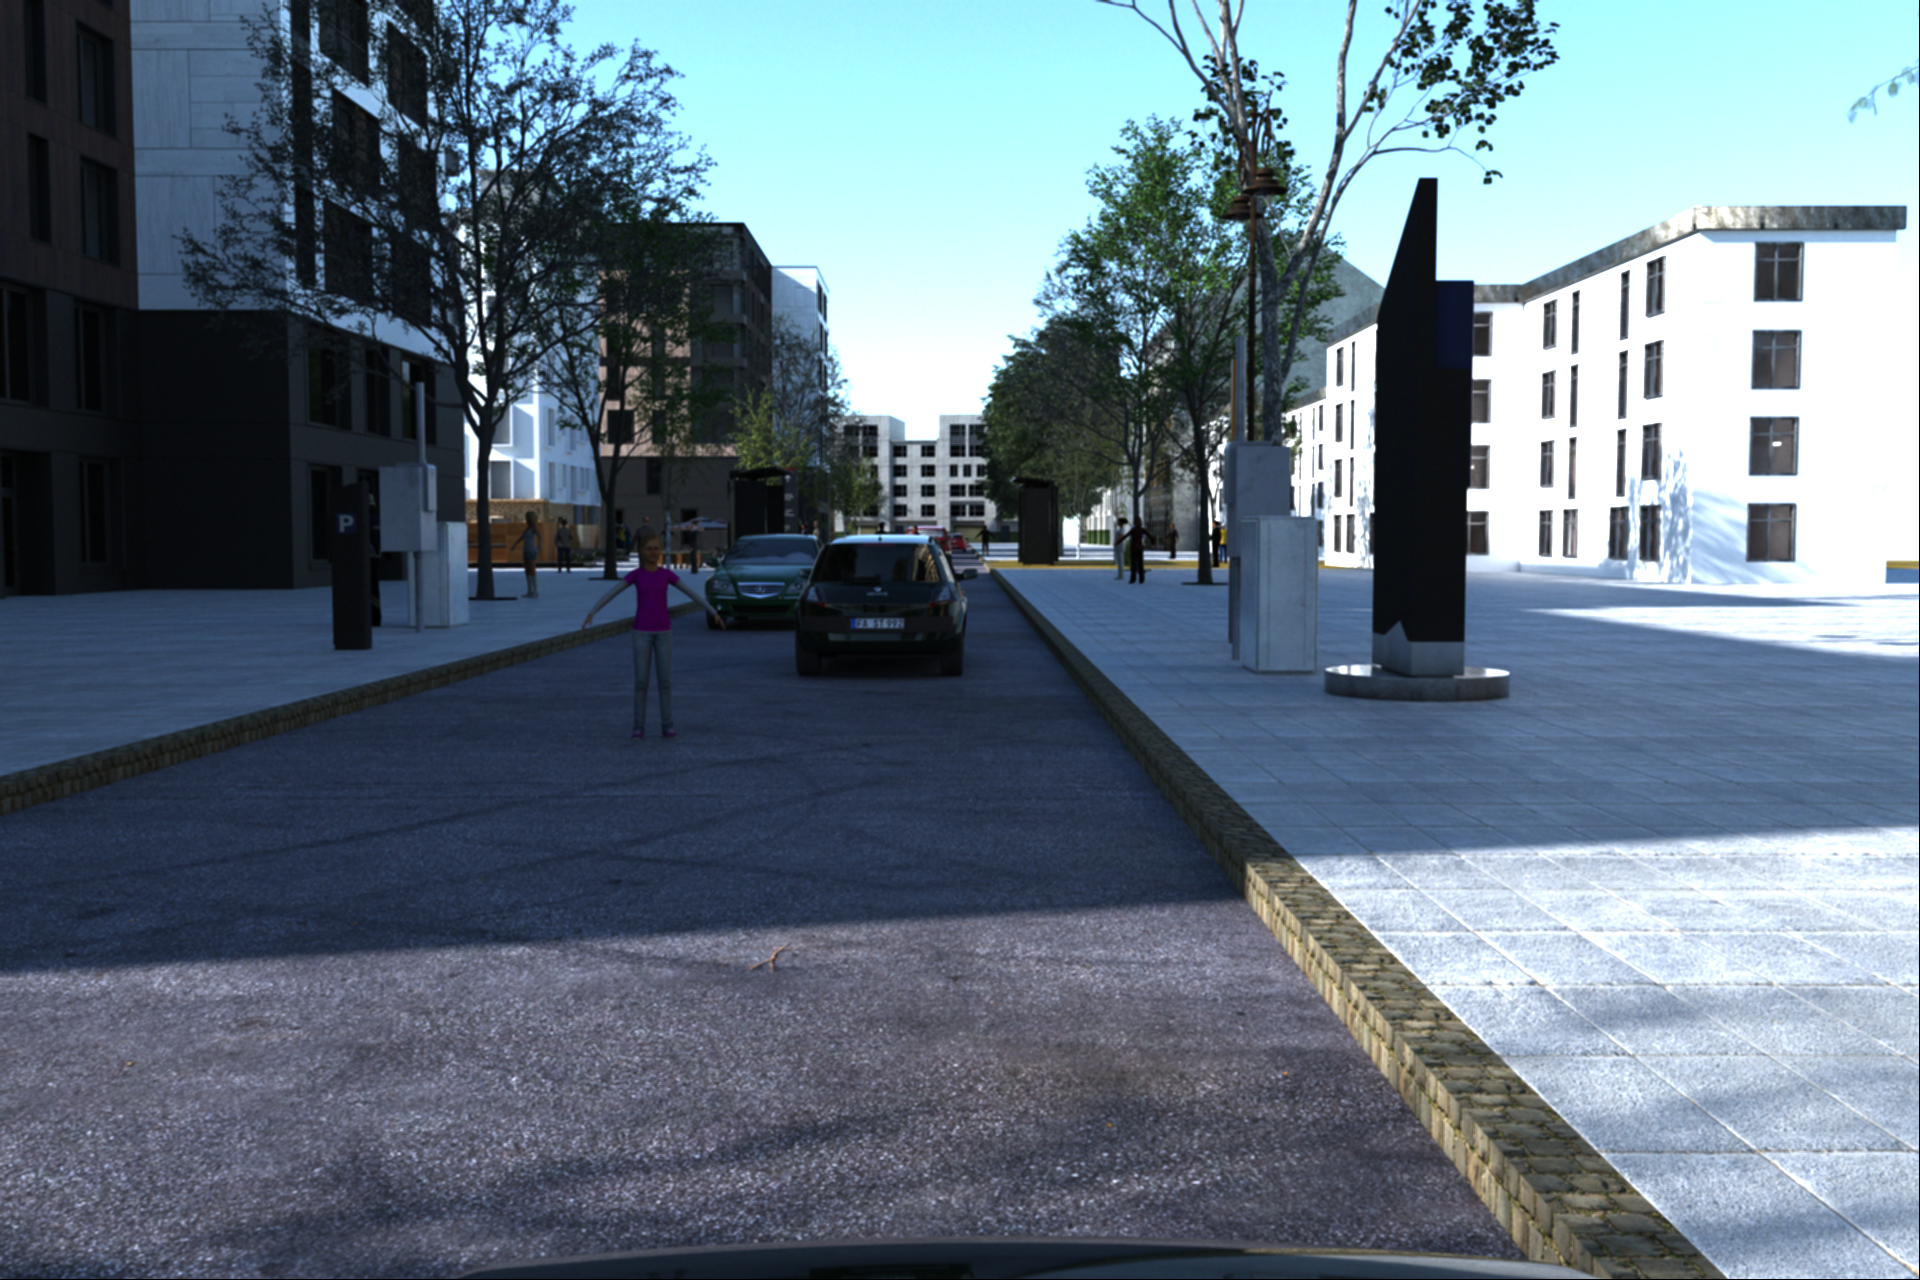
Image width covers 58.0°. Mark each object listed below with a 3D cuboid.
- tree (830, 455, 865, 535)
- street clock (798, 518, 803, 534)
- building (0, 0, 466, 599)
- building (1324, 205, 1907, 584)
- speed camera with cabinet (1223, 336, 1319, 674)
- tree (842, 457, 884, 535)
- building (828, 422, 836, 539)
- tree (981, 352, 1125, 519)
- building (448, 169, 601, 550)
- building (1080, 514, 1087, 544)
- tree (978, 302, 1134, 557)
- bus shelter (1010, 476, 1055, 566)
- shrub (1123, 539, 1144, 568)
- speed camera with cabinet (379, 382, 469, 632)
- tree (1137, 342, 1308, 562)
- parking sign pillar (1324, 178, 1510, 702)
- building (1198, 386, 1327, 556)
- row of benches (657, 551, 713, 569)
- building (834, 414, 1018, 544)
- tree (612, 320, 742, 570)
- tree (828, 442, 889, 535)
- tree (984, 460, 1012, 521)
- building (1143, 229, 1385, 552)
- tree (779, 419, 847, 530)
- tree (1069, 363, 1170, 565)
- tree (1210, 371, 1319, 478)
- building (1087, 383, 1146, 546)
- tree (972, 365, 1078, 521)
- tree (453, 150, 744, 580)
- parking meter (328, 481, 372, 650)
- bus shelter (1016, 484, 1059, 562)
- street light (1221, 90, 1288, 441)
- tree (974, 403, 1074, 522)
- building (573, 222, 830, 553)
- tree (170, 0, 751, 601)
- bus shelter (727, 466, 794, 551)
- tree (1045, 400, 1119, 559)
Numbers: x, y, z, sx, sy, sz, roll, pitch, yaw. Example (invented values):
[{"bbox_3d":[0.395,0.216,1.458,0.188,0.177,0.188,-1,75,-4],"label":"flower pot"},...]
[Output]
[{"bbox_3d":[-10.091,-12.298,151.429,4.737,8.622,4.395,0,3,0],"label":"tree"},{"bbox_3d":[-7.185,-4.436,77.103,0.358,2.002,0.471,0,4,0],"label":"street clock"},{"bbox_3d":[-29.323,-11.818,37.205,27.936,21.610,32.646,0,3,0],"label":"building"},{"bbox_3d":[19.655,-7.114,58.465,9.099,9.664,28.070,0,4,0],"label":"building"},{"bbox_3d":[2.994,-1.369,16.715,0.660,3.252,2.038,0,4,0],"label":"speed camera with cabinet"},{"bbox_3d":[-9.120,-12.724,158.402,4.737,8.622,4.395,0,3,0],"label":"tree"},{"bbox_3d":[-27.071,-24.712,234.964,19.493,23.208,18.063,0,4,1],"label":"building"},{"bbox_3d":[5.953,-12.295,107.671,9.857,13.997,8.962,0,3,0],"label":"tree"},{"bbox_3d":[-26.560,-14.355,91.128,16.016,20.090,11.380,0,3,0],"label":"building"},{"bbox_3d":[26.095,-24.629,233.607,19.493,23.208,18.063,0,4,0],"label":"building"},{"bbox_3d":[5.487,-11.626,96.744,9.857,13.997,8.962,0,3,0],"label":"tree"},{"bbox_3d":[3.069,-5.021,73.381,1.731,3.624,6.357,0,3,0],"label":"bus shelter"},{"bbox_3d":[6.515,-3.336,65.664,1.383,1.207,1.383,0,3,0],"label":"shrub"},{"bbox_3d":[-7.223,-1.775,23.356,0.660,3.252,2.038,0,4,0],"label":"speed camera with cabinet"},{"bbox_3d":[11.758,-8.863,79.320,8.767,10.594,7.601,1,4,14],"label":"tree"},{"bbox_3d":[3.675,-1.552,13.849,1.447,3.967,1.447,0,4,0],"label":"parking sign pillar"},{"bbox_3d":[21.626,-10.356,111.463,9.099,9.664,28.070,0,4,0],"label":"building"},{"bbox_3d":[-10.410,-2.991,64.369,1.422,0.672,4.104,1,4,20],"label":"row of benches"},{"bbox_3d":[-2.172,-24.035,261.882,31.486,18.905,16.747,0,4,7],"label":"building"},{"bbox_3d":[-9.690,-6.455,55.909,4.360,8.622,3.978,0,3,0],"label":"tree"},{"bbox_3d":[-10.303,-14.159,165.919,7.601,10.594,8.767,0,4,-4],"label":"tree"},{"bbox_3d":[5.794,-15.382,169.628,7.486,12.596,7.792,0,3,0],"label":"tree"},{"bbox_3d":[24.586,-18.555,134.299,19.493,23.208,18.063,0,4,0],"label":"building"},{"bbox_3d":[-9.416,-9.652,108.169,4.737,8.622,4.395,0,3,0],"label":"tree"},{"bbox_3d":[6.212,-7.410,71.524,4.360,8.622,3.978,0,3,0],"label":"tree"},{"bbox_3d":[11.857,-7.369,70.848,4.360,8.622,3.978,0,3,0],"label":"tree"},{"bbox_3d":[24.943,-20.858,207.480,16.747,18.905,31.486,0,4,0],"label":"building"},{"bbox_3d":[5.791,-13.370,125.255,9.857,13.997,8.962,0,3,0],"label":"tree"},{"bbox_3d":[-9.880,-7.487,48.164,9.928,11.665,9.643,0,3,0],"label":"tree"},{"bbox_3d":[-6.768,-0.826,19.211,0.399,1.863,0.255,0,4,0],"label":"parking meter"},{"bbox_3d":[3.679,-5.560,82.189,1.731,3.624,6.357,0,4,-1],"label":"bus shelter"},{"bbox_3d":[3.141,-2.807,18.678,0.468,5.910,1.993,0,4,0],"label":"street light"},{"bbox_3d":[5.844,-14.541,144.405,9.857,13.997,8.962,0,3,0],"label":"tree"},{"bbox_3d":[-24.808,-17.493,129.987,27.936,21.610,32.646,0,4,0],"label":"building"},{"bbox_3d":[-9.284,-7.527,33.432,12.009,13.543,11.850,0,3,0],"label":"tree"},{"bbox_3d":[-7.201,-4.392,63.092,1.731,3.624,6.357,0,4,0],"label":"bus shelter"},{"bbox_3d":[6.025,-8.444,88.415,4.360,8.622,3.978,0,3,0],"label":"tree"}]
